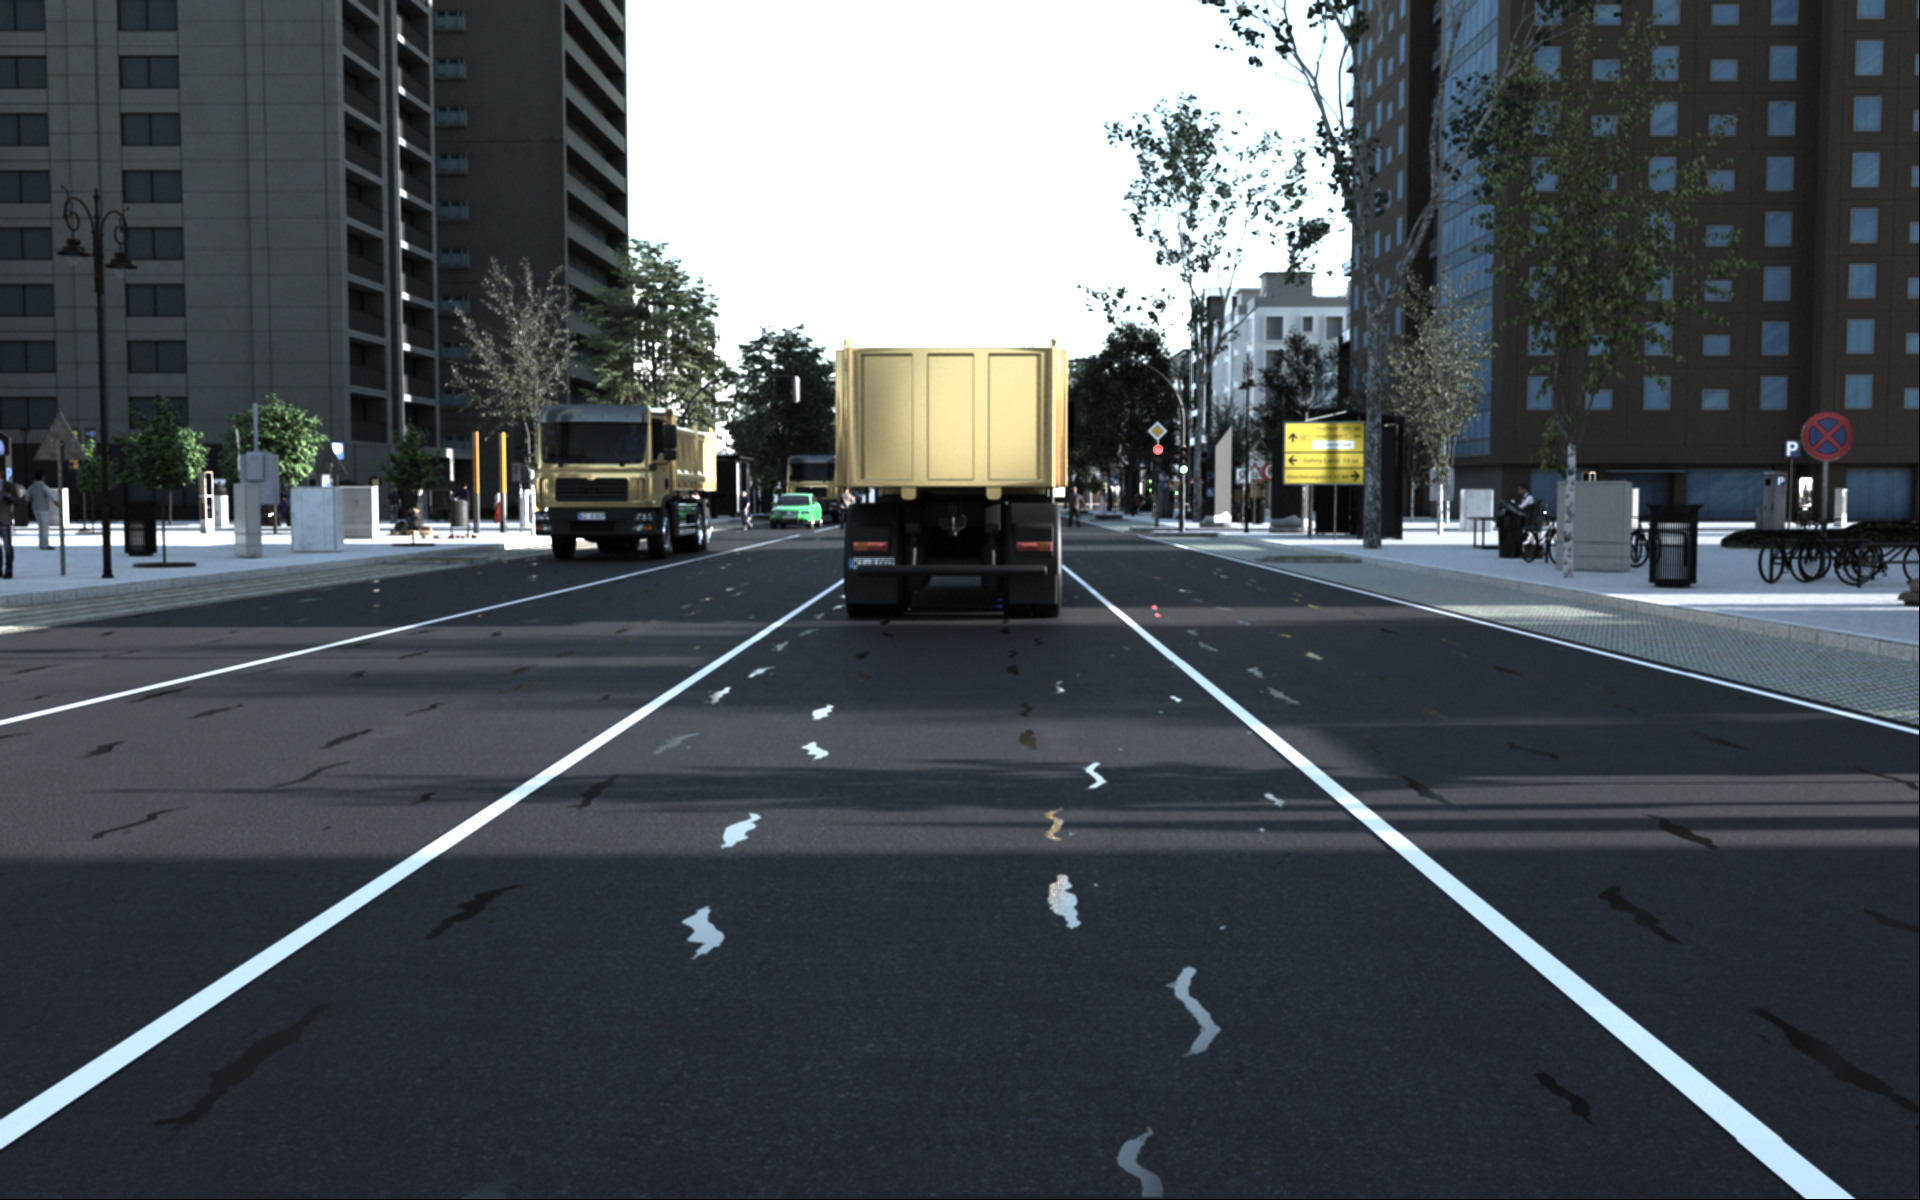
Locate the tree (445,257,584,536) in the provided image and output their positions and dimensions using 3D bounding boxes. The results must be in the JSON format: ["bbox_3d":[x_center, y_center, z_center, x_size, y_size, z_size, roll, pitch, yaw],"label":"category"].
[{"bbox_3d":[-13.318,-6.275,52.961,4.360,8.622,3.978,0,3,0],"label":"tree"}]

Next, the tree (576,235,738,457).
[{"bbox_3d":[-13.385,-9.688,76.526,7.486,12.596,7.792,0,3,0],"label":"tree"}]

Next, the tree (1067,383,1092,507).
[{"bbox_3d":[11.719,-15.843,177.158,7.486,12.596,7.792,0,3,0],"label":"tree"}]

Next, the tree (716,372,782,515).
[{"bbox_3d":[-12.572,-9.388,103.863,4.737,8.622,4.395,0,3,0],"label":"tree"}]

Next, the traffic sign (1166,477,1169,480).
[{"bbox_3d":[11.748,-5.985,99.984,0.606,2.300,0.079,0,4,8],"label":"traffic sign"}]

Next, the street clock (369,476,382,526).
[{"bbox_3d":[-23.589,-3.998,69.935,0.358,2.002,0.471,3,5,42],"label":"street clock"}]

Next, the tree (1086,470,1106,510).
[{"bbox_3d":[10.628,-8.784,138.214,1.663,3.219,1.824,0,3,0],"label":"tree"}]

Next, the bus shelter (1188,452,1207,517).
[{"bbox_3d":[13.942,-6.528,98.008,1.731,3.624,6.357,0,4,1],"label":"bus shelter"}]

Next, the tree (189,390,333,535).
[{"bbox_3d":[-21.696,-4.359,54.982,4.285,4.588,4.351,0,3,0],"label":"tree"}]

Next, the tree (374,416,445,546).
[{"bbox_3d":[-13.662,-2.947,42.784,1.663,3.219,1.824,0,3,0],"label":"tree"}]

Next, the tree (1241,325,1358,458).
[{"bbox_3d":[19.089,-9.877,95.894,7.601,10.594,8.767,0,4,5],"label":"tree"}]

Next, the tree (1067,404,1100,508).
[{"bbox_3d":[10.621,-13.668,157.877,7.601,10.594,8.767,0,4,-8],"label":"tree"}]

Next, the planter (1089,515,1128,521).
[{"bbox_3d":[7.801,-4.288,91.246,1.991,0.319,1.994,0,4,0],"label":"planter"}]

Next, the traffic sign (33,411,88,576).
[{"bbox_3d":[-14.100,-1.661,27.157,0.884,2.594,0.081,0,4,4],"label":"traffic sign"}]

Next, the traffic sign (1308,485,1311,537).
[{"bbox_3d":[10.411,-3.148,51.575,0.768,2.556,0.104,0,4,2],"label":"traffic sign"}]

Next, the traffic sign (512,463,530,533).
[{"bbox_3d":[-14.431,-3.350,56.907,0.606,2.300,0.079,0,4,7],"label":"traffic sign"}]

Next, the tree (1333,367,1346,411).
[{"bbox_3d":[20.691,-8.358,87.008,4.360,8.622,3.978,0,3,0],"label":"tree"}]

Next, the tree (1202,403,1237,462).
[{"bbox_3d":[21.061,-11.489,138.205,4.737,8.622,4.395,0,3,0],"label":"tree"}]

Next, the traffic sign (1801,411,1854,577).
[{"bbox_3d":[13.285,-1.621,26.608,0.768,2.556,0.104,0,4,7],"label":"traffic sign"}]

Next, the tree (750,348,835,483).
[{"bbox_3d":[-12.471,-13.404,136.164,9.611,12.733,9.660,0,3,0],"label":"tree"}]

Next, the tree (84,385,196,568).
[{"bbox_3d":[-14.112,-2.212,30.772,1.663,3.219,1.824,0,3,0],"label":"tree"}]

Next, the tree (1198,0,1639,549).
[{"bbox_3d":[10.610,-11.204,39.077,12.611,20.169,13.585,0,3,0],"label":"tree"}]

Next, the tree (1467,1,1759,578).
[{"bbox_3d":[9.549,-4.649,26.379,4.737,8.622,4.395,0,3,0],"label":"tree"}]

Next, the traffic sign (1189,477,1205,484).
[{"bbox_3d":[12.858,-5.755,94.101,0.884,2.594,0.081,1,4,9],"label":"traffic sign"}]

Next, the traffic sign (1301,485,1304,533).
[{"bbox_3d":[11.154,-3.440,56.347,0.768,2.556,0.104,0,4,4],"label":"traffic sign"}]

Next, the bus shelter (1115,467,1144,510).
[{"bbox_3d":[13.451,-9.714,136.455,2.179,5.291,8.768,0,4,0],"label":"bus shelter"}]

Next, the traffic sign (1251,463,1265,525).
[{"bbox_3d":[12.271,-4.414,72.171,0.884,2.594,0.081,0,4,3],"label":"traffic sign"}]

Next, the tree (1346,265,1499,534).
[{"bbox_3d":[15.037,-6.391,54.856,4.360,8.622,3.978,0,3,0],"label":"tree"}]

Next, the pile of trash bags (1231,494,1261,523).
[{"bbox_3d":[12.514,-4.215,78.670,1.912,1.369,3.447,-1,4,-8],"label":"pile of trash bags"}]

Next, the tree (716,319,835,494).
[{"bbox_3d":[-12.706,-13.319,124.428,9.857,13.997,8.962,0,3,0],"label":"tree"}]

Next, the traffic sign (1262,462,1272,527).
[{"bbox_3d":[12.209,-4.144,67.860,0.768,2.556,0.104,1,4,9],"label":"traffic sign"}]

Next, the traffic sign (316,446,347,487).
[{"bbox_3d":[-17.147,-2.890,47.252,0.884,2.594,0.081,0,4,5],"label":"traffic sign"}]

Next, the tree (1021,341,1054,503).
[{"bbox_3d":[10.323,-21.938,214.572,12.611,20.169,13.585,0,3,0],"label":"tree"}]

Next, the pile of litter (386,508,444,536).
[{"bbox_3d":[-16.933,-2.439,53.844,1.719,0.858,1.176,-1,4,-10],"label":"pile of litter"}]

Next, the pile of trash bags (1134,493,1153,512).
[{"bbox_3d":[13.005,-7.083,125.558,1.912,1.369,3.447,0,4,7],"label":"pile of trash bags"}]

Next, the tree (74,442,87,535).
[{"bbox_3d":[-27.734,-3.706,55.195,1.663,3.219,1.824,0,3,0],"label":"tree"}]

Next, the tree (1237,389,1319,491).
[{"bbox_3d":[21.511,-10.184,116.870,4.737,8.622,4.395,0,3,0],"label":"tree"}]

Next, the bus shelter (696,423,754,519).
[{"bbox_3d":[-12.910,-7.165,94.782,2.179,5.291,8.768,0,4,1],"label":"bus shelter"}]

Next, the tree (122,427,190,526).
[{"bbox_3d":[-32.352,-5.315,70.611,4.285,4.588,4.351,0,3,0],"label":"tree"}]

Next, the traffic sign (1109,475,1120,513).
[{"bbox_3d":[10.425,-7.149,116.987,0.768,2.556,0.104,0,4,8],"label":"traffic sign"}]

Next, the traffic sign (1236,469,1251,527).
[{"bbox_3d":[11.106,-4.024,67.916,0.606,2.300,0.079,0,4,1],"label":"traffic sign"}]

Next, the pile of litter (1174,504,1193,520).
[{"bbox_3d":[11.447,-4.517,87.819,1.176,0.858,1.719,-2,4,-29],"label":"pile of litter"}]

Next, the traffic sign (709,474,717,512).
[{"bbox_3d":[-12.773,-5.397,88.350,0.768,2.556,0.104,0,4,3],"label":"traffic sign"}]

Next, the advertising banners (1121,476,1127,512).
[{"bbox_3d":[11.496,-7.592,120.314,0.090,3.025,2.074,-1,4,-9],"label":"advertising banners"}]

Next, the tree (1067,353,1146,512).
[{"bbox_3d":[10.838,-12.300,126.858,9.928,11.665,9.643,0,3,0],"label":"tree"}]

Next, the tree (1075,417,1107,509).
[{"bbox_3d":[10.951,-11.924,145.322,4.737,8.622,4.395,0,3,0],"label":"tree"}]

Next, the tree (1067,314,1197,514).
[{"bbox_3d":[10.832,-11.820,110.259,9.611,12.733,9.660,0,3,0],"label":"tree"}]

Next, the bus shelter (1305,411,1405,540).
[{"bbox_3d":[11.774,-3.709,51.931,1.731,3.624,6.357,0,4,0],"label":"bus shelter"}]

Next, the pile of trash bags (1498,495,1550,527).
[{"bbox_3d":[21.893,-3.638,69.234,3.447,1.369,1.912,3,4,38],"label":"pile of trash bags"}]

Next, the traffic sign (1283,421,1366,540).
[{"bbox_3d":[10.172,-3.337,48.433,2.265,3.308,0.079,1,4,8],"label":"traffic sign"}]

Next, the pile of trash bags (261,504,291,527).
[{"bbox_3d":[-26.258,-3.617,68.885,3.447,1.369,1.912,0,4,0],"label":"pile of trash bags"}]

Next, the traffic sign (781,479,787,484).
[{"bbox_3d":[-11.834,-7.043,117.288,0.606,2.300,0.079,0,4,4],"label":"traffic sign"}]

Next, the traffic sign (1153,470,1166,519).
[{"bbox_3d":[10.388,-5.524,90.428,0.768,2.556,0.104,0,4,7],"label":"traffic sign"}]

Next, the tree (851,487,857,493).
[{"bbox_3d":[-11.686,-13.176,199.147,4.285,4.588,4.351,0,3,0],"label":"tree"}]

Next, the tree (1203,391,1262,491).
[{"bbox_3d":[19.025,-10.552,122.880,4.360,8.622,3.978,0,3,0],"label":"tree"}]

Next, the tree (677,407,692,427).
[{"bbox_3d":[-22.265,-11.516,138.647,4.360,8.622,3.978,0,3,0],"label":"tree"}]
